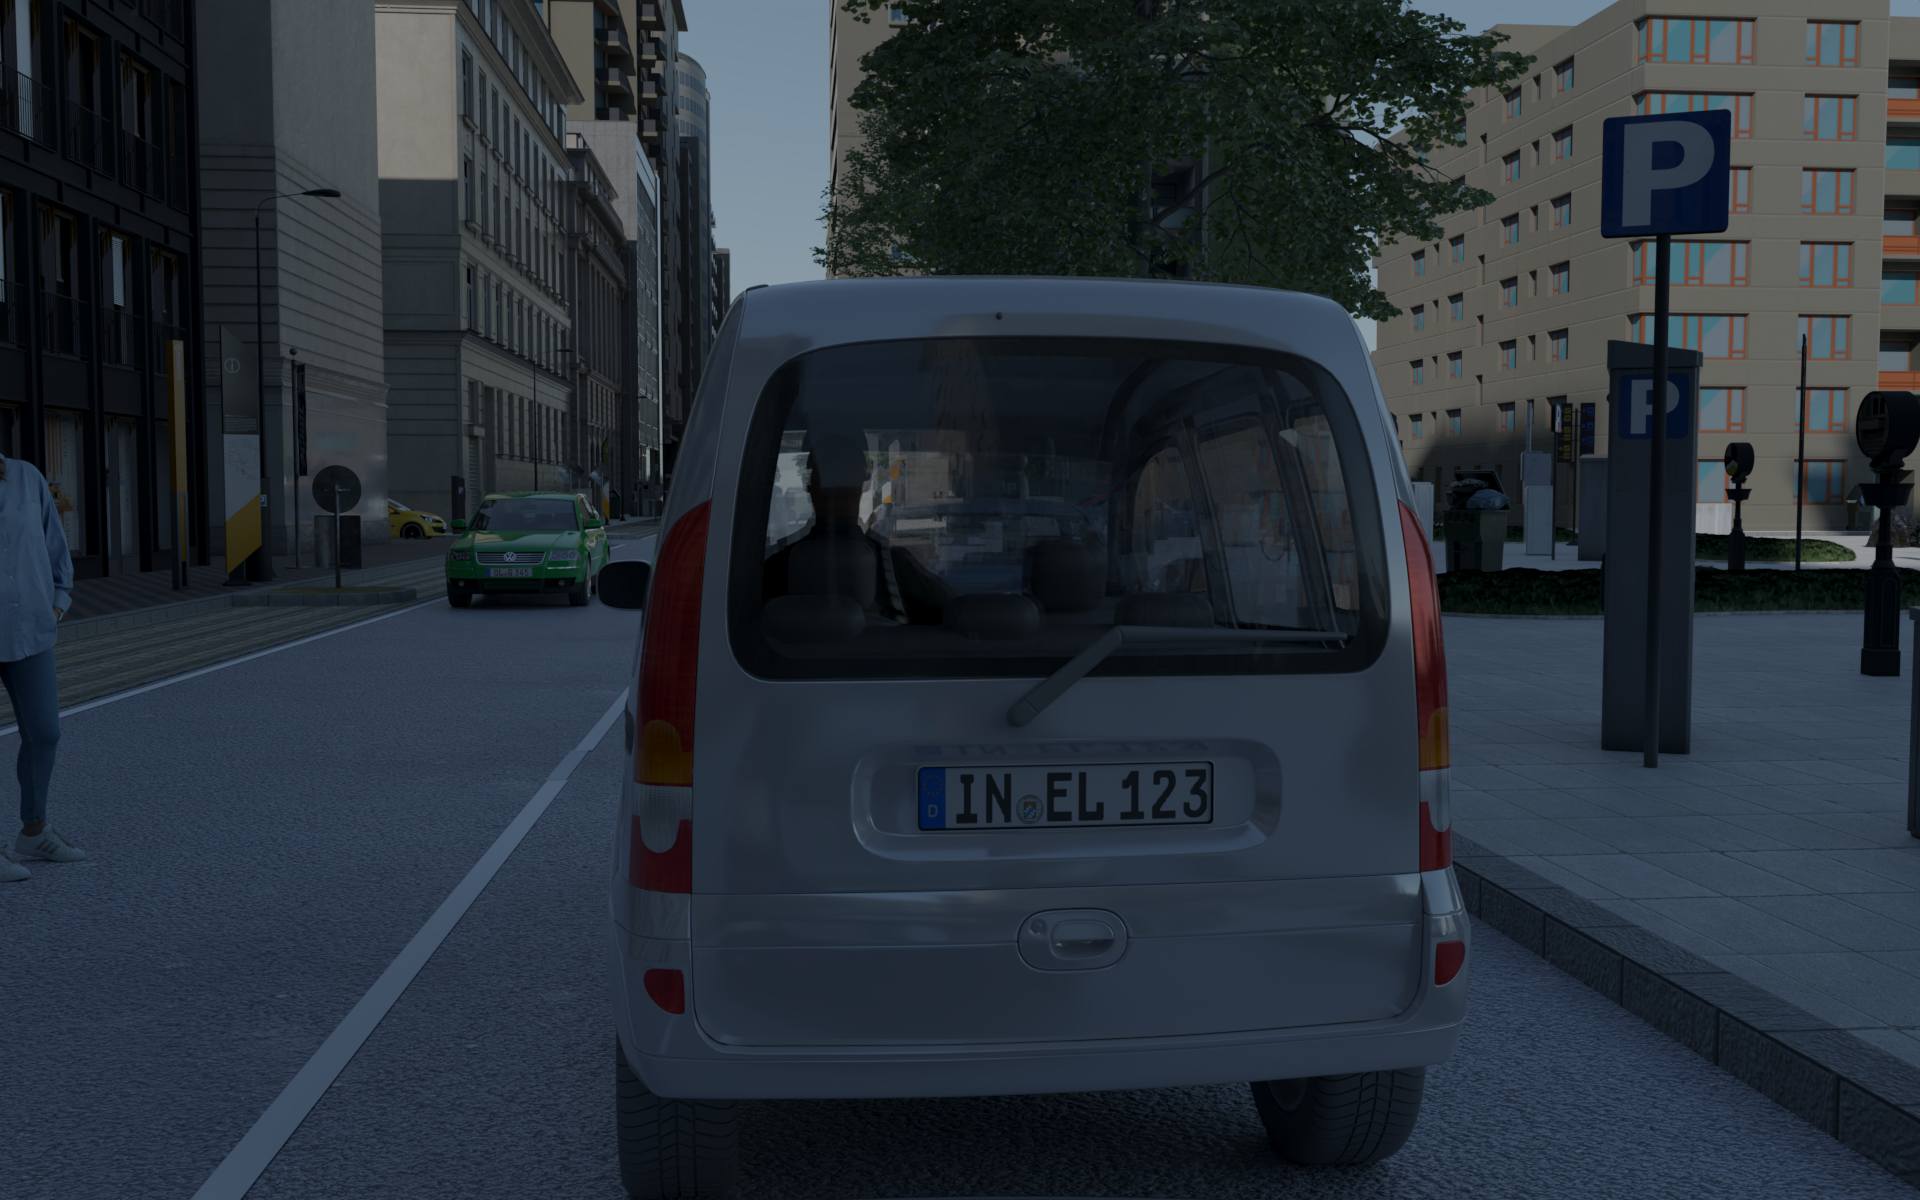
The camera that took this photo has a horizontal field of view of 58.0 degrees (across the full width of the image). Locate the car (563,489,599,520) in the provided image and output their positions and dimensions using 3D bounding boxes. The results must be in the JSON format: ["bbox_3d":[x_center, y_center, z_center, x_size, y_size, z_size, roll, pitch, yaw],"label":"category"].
[{"bbox_3d":[-10.041,-2.103,43.185,1.959,1.807,4.718,0,4,-5],"label":"car"}]

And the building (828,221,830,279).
[{"bbox_3d":[-12.407,-34.947,254.981,14.154,41.232,14.086,0,4,-6],"label":"building"}]

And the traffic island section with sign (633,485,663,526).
[{"bbox_3d":[-13.733,-4.271,78.466,1.989,1.847,2.006,0,4,-6],"label":"traffic island section with sign"}]

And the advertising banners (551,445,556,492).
[{"bbox_3d":[-14.241,-3.947,60.728,0.090,3.025,2.074,-1,4,-9],"label":"advertising banners"}]

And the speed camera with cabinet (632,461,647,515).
[{"bbox_3d":[-19.397,-6.751,104.707,0.660,3.252,2.038,-1,4,-19],"label":"speed camera with cabinet"}]

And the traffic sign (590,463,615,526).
[{"bbox_3d":[-11.484,-3.179,55.618,0.795,2.450,0.064,0,4,-6],"label":"traffic sign"}]

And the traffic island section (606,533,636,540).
[{"bbox_3d":[-11.507,-2.043,55.678,2.009,0.180,2.903,0,4,-6],"label":"traffic island section"}]

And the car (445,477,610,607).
[{"bbox_3d":[-5.782,-0.897,23.460,1.959,1.807,4.718,0,4,-7],"label":"car"}]

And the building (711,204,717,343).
[{"bbox_3d":[-47.518,-38.959,256.591,23.786,49.044,30.456,0,4,-6],"label":"building"}]

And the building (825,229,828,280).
[{"bbox_3d":[-10.315,-38.042,276.613,22.147,44.769,28.867,0,4,-6],"label":"building"}]

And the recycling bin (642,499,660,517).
[{"bbox_3d":[-17.360,-5.189,97.391,0.722,1.027,0.722,2,4,27],"label":"recycling bin"}]

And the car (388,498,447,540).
[{"bbox_3d":[-17.265,-2.509,51.241,3.980,1.641,2.015,0,4,-6],"label":"car"}]

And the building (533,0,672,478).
[{"bbox_3d":[-35.646,-29.849,142.656,22.147,44.769,28.867,0,4,-6],"label":"building"}]

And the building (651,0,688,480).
[{"bbox_3d":[-41.669,-35.526,170.089,28.713,52.752,27.495,0,4,-6],"label":"building"}]

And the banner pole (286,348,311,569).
[{"bbox_3d":[-11.270,-2.419,29.567,0.401,3.779,0.863,-3,4,-37],"label":"banner pole"}]

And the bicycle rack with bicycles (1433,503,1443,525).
[{"bbox_3d":[17.748,-3.275,66.927,2.925,0.926,2.852,2,4,30],"label":"bicycle rack with bicycles"}]

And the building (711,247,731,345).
[{"bbox_3d":[-44.233,-36.446,279.481,14.154,41.232,14.086,0,4,-6],"label":"building"}]

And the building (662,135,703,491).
[{"bbox_3d":[-35.949,-31.086,191.844,14.154,41.232,14.086,0,4,-6],"label":"building"}]

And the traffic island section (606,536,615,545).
[{"bbox_3d":[-10.734,-1.557,47.730,2.009,0.180,2.903,0,4,-6],"label":"traffic island section"}]

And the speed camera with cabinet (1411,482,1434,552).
[{"bbox_3d":[5.722,-1.858,24.722,2.038,3.252,0.660,3,5,45],"label":"speed camera with cabinet"}]

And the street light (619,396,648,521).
[{"bbox_3d":[-15.477,-6.701,82.100,1.470,5.913,1.316,0,4,-6],"label":"street light"}]

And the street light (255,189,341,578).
[{"bbox_3d":[-10.112,-3.297,26.447,1.470,5.913,1.316,0,4,-6],"label":"street light"}]

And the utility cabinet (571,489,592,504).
[{"bbox_3d":[-15.680,-3.857,71.737,0.318,1.500,1.173,1,4,19],"label":"utility cabinet"}]

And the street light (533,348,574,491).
[{"bbox_3d":[-13.012,-5.063,55.323,1.470,5.913,1.316,0,4,-6],"label":"street light"}]

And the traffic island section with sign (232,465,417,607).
[{"bbox_3d":[-8.325,-0.875,22.927,1.989,1.847,2.006,0,4,-6],"label":"traffic island section with sign"}]

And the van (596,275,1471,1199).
[{"bbox_3d":[-0.065,0.124,4.976,2.013,2.044,4.112,0,4,-7],"label":"van"}]

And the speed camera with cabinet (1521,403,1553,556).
[{"bbox_3d":[12.340,-2.604,36.915,0.660,3.252,2.038,1,4,15],"label":"speed camera with cabinet"}]

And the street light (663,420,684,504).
[{"bbox_3d":[-18.039,-8.332,108.761,1.470,5.913,1.316,0,4,-6],"label":"street light"}]

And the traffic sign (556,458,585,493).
[{"bbox_3d":[-10.711,-2.693,47.671,0.795,2.450,0.064,0,4,-6],"label":"traffic sign"}]

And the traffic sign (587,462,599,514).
[{"bbox_3d":[-14.865,-4.349,71.117,0.884,2.594,0.081,0,4,-3],"label":"traffic sign"}]

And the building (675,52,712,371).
[{"bbox_3d":[-43.826,-41.911,227.243,21.231,58.520,28.212,0,4,-6],"label":"building"}]

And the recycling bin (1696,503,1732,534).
[{"bbox_3d":[20.319,-2.094,46.793,0.722,1.027,0.722,-2,4,-34],"label":"recycling bin"}]
